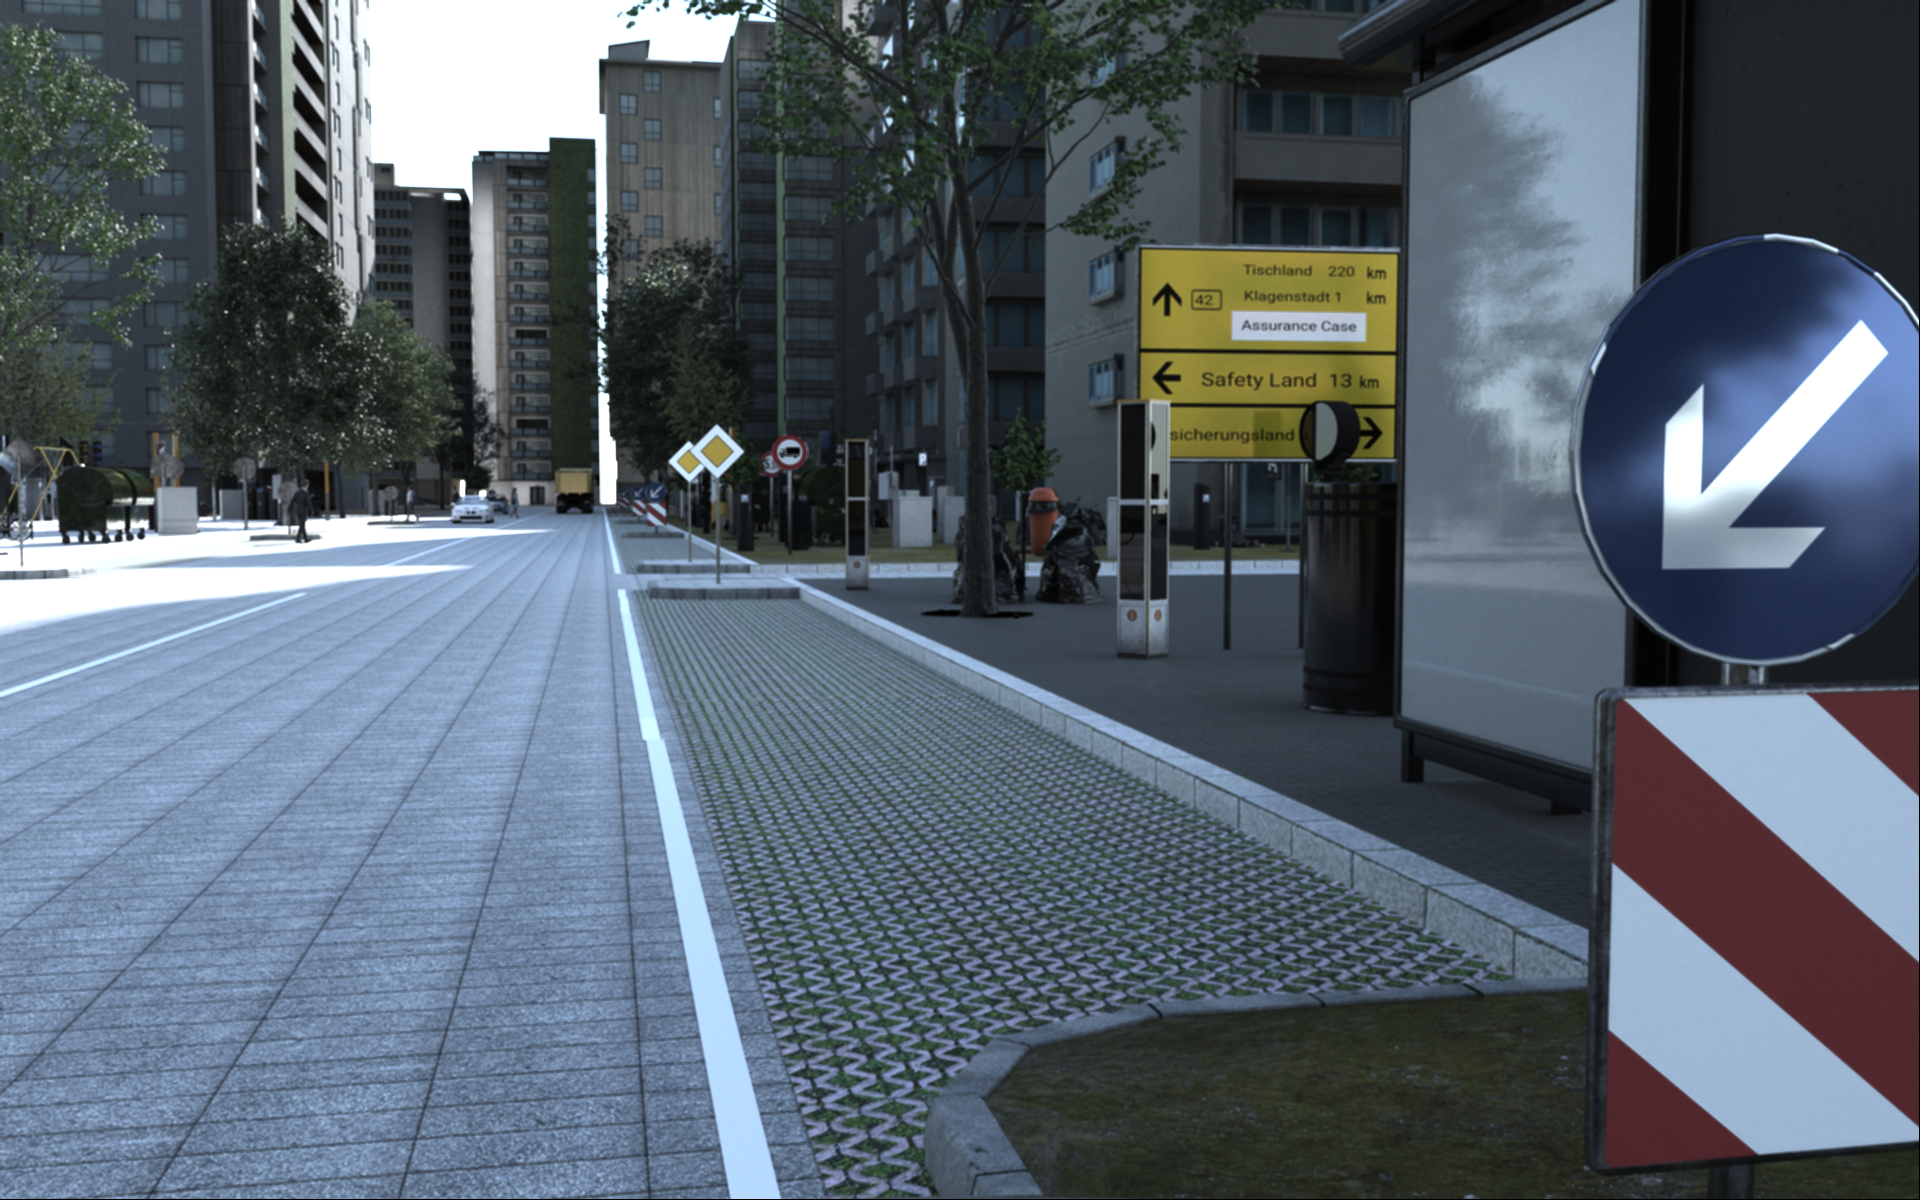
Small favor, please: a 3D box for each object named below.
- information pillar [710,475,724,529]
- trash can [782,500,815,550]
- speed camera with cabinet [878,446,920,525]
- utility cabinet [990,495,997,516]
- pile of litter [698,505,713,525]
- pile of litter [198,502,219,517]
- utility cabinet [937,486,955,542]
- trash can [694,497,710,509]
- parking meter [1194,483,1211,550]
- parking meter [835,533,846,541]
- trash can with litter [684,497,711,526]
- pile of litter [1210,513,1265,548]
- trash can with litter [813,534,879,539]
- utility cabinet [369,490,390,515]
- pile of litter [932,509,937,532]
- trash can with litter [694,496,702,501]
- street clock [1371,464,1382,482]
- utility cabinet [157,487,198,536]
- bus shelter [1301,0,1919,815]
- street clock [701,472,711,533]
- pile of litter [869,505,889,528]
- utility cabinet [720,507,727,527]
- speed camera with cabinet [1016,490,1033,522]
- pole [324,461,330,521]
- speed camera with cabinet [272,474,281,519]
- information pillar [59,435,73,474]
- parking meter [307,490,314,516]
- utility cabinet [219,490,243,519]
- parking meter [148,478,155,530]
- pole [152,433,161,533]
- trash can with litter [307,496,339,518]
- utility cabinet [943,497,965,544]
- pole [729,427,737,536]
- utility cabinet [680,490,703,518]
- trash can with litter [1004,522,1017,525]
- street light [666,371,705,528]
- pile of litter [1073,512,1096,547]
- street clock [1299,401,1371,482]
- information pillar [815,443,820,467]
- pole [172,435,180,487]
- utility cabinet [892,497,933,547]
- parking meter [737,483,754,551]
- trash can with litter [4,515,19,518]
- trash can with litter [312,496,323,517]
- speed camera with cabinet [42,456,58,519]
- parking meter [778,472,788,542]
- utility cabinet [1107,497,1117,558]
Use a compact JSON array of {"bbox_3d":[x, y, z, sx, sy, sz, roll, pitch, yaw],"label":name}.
[{"bbox_3d":[-8.957,-4.435,63.873,0.504,3.616,0.183,1,4,9],"label":"information pillar"},{"bbox_3d":[-3.694,-1.708,39.578,0.748,1.137,0.748,0,3,0],"label":"trash can"},{"bbox_3d":[-2.518,-4.731,71.683,0.660,3.252,2.038,3,4,38],"label":"speed camera with cabinet"},{"bbox_3d":[0.896,-3.221,63.818,1.020,1.237,0.306,-3,4,-39],"label":"utility cabinet"},{"bbox_3d":[-10.370,-3.486,70.966,1.176,0.858,1.719,3,5,39],"label":"pile of litter"},{"bbox_3d":[-41.786,-5.041,96.386,1.176,0.858,1.719,0,4,5],"label":"pile of litter"},{"bbox_3d":[-0.390,-2.299,46.266,0.318,1.500,1.173,1,4,9],"label":"utility cabinet"},{"bbox_3d":[-11.538,-4.027,77.489,0.748,1.137,0.748,0,3,0],"label":"trash can"},{"bbox_3d":[5.597,-1.934,40.028,0.372,1.533,0.369,0,3,0],"label":"parking meter"},{"bbox_3d":[-3.256,-2.568,47.701,0.399,1.863,0.255,2,4,24],"label":"parking meter"},{"bbox_3d":[-10.438,-3.519,68.919,1.055,1.170,0.624,1,4,12],"label":"trash can with litter"},{"bbox_3d":[6.690,-1.708,41.889,1.176,0.858,1.719,-1,4,-12],"label":"pile of litter"},{"bbox_3d":[-3.498,-2.379,49.957,2.233,1.210,1.678,0,4,3],"label":"trash can with litter"},{"bbox_3d":[-34.350,-5.738,102.493,1.173,1.500,0.318,0,4,-3],"label":"utility cabinet"},{"bbox_3d":[-0.777,-2.747,58.883,1.176,0.858,1.719,-1,4,-13],"label":"pile of litter"},{"bbox_3d":[-12.400,-4.523,85.014,2.233,1.210,1.678,0,4,-5],"label":"trash can with litter"},{"bbox_3d":[9.996,-2.281,41.860,0.358,2.002,0.471,0,4,-6],"label":"street clock"},{"bbox_3d":[-24.032,-2.722,53.176,0.318,1.500,1.173,2,4,30],"label":"utility cabinet"},{"bbox_3d":[3.046,-1.756,6.335,2.179,5.291,8.768,-1,4,-12],"label":"bus shelter"},{"bbox_3d":[-8.258,-3.169,56.378,0.358,2.002,0.471,0,4,-1],"label":"street clock"},{"bbox_3d":[-3.433,-3.196,66.215,1.719,0.858,1.176,-2,4,-27],"label":"pile of litter"},{"bbox_3d":[-8.746,-3.541,66.572,1.173,1.500,0.318,-2,4,-25],"label":"utility cabinet"},{"bbox_3d":[3.622,-5.202,79.395,2.038,3.252,0.660,0,4,-6],"label":"speed camera with cabinet"},{"bbox_3d":[-30.062,-5.407,82.253,0.158,3.312,0.155,0,3,0],"label":"pole"},{"bbox_3d":[-30.828,-5.174,78.925,0.660,3.252,2.038,-1,4,-9],"label":"speed camera with cabinet"},{"bbox_3d":[-35.216,-4.706,68.297,0.504,3.616,0.183,0,4,-3],"label":"information pillar"},{"bbox_3d":[-37.214,-5.556,99.244,0.372,1.533,0.369,0,3,0],"label":"parking meter"},{"bbox_3d":[-36.801,-4.826,87.585,0.318,1.500,1.173,3,5,43],"label":"utility cabinet"},{"bbox_3d":[-28.820,-3.433,61.839,0.255,1.863,0.399,-1,4,-16],"label":"parking meter"},{"bbox_3d":[-26.627,-3.889,57.432,0.158,3.312,0.155,0,3,0],"label":"pole"},{"bbox_3d":[-34.728,-5.036,93.403,2.233,1.210,1.678,-1,4,-10],"label":"trash can with litter"},{"bbox_3d":[0.081,-2.061,44.867,1.020,1.237,0.306,0,4,-4],"label":"utility cabinet"},{"bbox_3d":[-6.947,-3.616,52.958,0.158,3.312,0.155,0,3,0],"label":"pole"},{"bbox_3d":[-14.034,-5.003,90.473,1.173,1.500,0.318,-3,4,-38],"label":"utility cabinet"},{"bbox_3d":[1.238,-3.705,71.634,2.233,1.210,1.678,1,4,9],"label":"trash can with litter"},{"bbox_3d":[-10.401,-5.686,65.514,1.470,5.913,1.316,-1,4,-12],"label":"street light"},{"bbox_3d":[2.613,-1.635,40.697,1.176,0.858,1.719,2,4,32],"label":"pile of litter"},{"bbox_3d":[2.877,-0.548,13.531,0.358,2.002,0.471,-2,4,-28],"label":"street clock"},{"bbox_3d":[-6.026,-5.081,74.434,0.504,3.616,0.183,3,5,43],"label":"information pillar"},{"bbox_3d":[-27.098,-4.041,59.913,0.158,3.312,0.155,0,3,0],"label":"pole"},{"bbox_3d":[-1.157,-1.885,41.979,1.020,1.237,0.306,-3,4,-38],"label":"utility cabinet"},{"bbox_3d":[-4.827,-1.870,38.984,0.372,1.533,0.369,0,3,0],"label":"parking meter"},{"bbox_3d":[-51.019,-5.105,94.525,2.233,1.210,1.678,-2,4,-34],"label":"trash can with litter"},{"bbox_3d":[-35.772,-5.189,96.225,0.624,1.170,1.055,0,4,-6],"label":"trash can with litter"},{"bbox_3d":[-47.277,-5.846,89.921,0.660,3.252,2.038,1,4,10],"label":"speed camera with cabinet"},{"bbox_3d":[-4.649,-2.480,46.256,0.399,1.863,0.255,-1,4,-16],"label":"parking meter"},{"bbox_3d":[3.451,-1.431,34.556,1.020,1.237,0.306,1,4,13],"label":"utility cabinet"}]
